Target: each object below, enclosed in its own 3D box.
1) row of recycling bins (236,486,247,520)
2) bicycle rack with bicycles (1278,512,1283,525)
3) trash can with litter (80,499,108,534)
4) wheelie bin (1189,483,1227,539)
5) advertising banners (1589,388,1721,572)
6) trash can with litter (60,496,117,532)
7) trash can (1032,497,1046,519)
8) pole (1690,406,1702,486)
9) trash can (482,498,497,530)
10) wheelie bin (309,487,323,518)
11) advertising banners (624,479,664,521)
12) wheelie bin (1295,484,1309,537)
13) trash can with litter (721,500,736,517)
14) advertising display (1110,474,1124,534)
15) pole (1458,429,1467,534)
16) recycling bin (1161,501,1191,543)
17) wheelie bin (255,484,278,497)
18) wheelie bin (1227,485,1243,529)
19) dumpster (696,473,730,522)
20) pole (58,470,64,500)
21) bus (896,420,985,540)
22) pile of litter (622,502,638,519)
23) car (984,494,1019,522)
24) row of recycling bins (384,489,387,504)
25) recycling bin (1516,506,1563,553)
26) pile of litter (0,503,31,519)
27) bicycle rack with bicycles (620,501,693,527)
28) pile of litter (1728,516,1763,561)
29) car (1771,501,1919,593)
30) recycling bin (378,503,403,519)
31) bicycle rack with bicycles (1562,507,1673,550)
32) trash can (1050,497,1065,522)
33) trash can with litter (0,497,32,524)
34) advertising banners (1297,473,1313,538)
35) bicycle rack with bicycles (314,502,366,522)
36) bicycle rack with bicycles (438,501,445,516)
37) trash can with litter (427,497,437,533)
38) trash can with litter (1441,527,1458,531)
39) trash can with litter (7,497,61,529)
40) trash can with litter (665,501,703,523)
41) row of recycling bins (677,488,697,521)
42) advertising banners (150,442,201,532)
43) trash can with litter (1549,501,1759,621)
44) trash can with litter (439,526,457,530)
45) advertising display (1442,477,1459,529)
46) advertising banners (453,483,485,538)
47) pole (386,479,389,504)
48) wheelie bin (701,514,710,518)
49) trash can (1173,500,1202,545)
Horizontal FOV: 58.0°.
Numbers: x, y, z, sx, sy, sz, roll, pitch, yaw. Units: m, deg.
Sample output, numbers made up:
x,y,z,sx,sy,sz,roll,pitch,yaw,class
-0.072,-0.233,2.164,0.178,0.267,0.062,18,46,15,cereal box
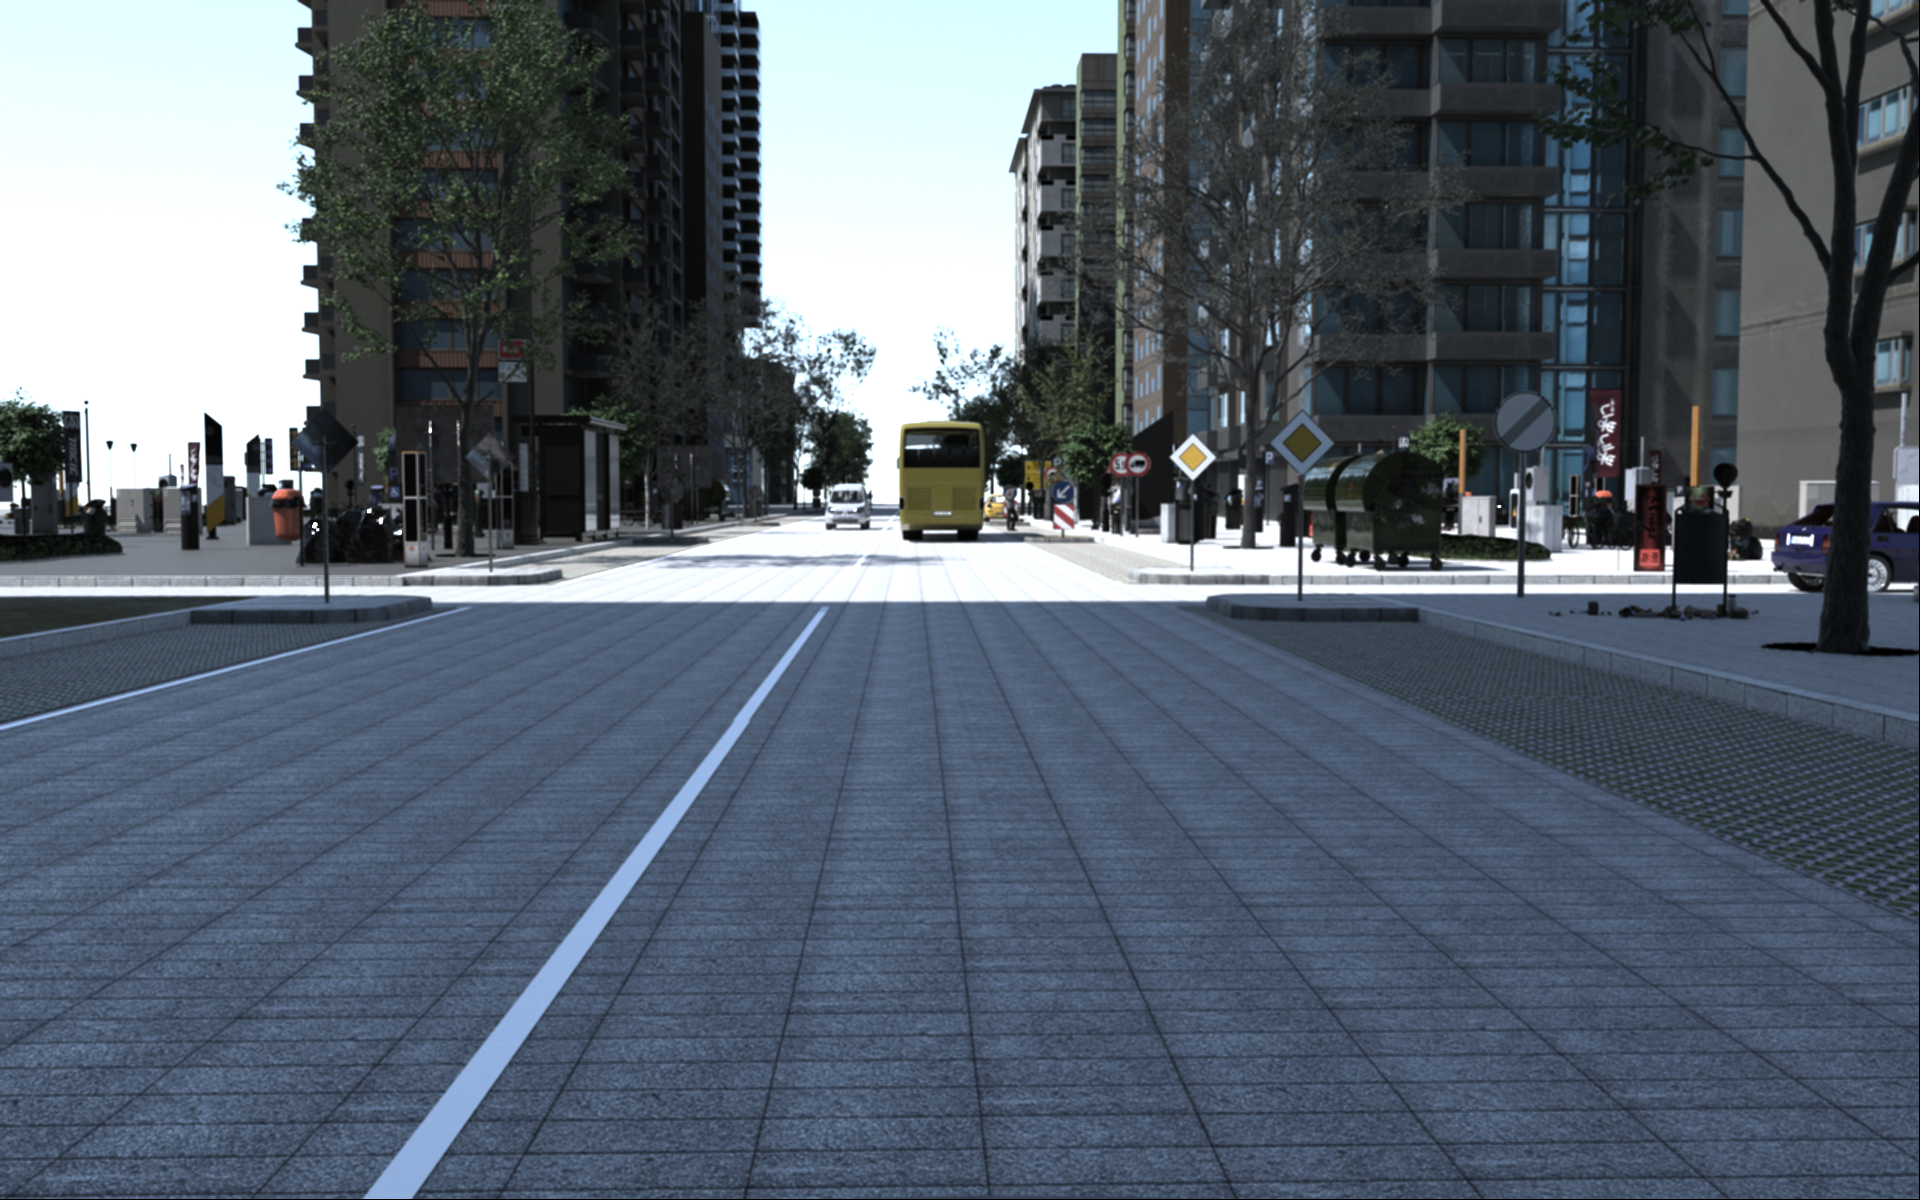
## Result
x,y,z,sx,sy,sz,roll,pitch,yaw,class
-36.103,-4.817,85.874,1.069,1.692,3.534,0,4,-4,row of recycling bins
13.028,-3.102,64.101,2.925,0.926,2.852,3,5,40,bicycle rack with bicycles
-21.128,-1.863,41.853,1.055,1.170,0.624,2,4,23,trash can with litter
7.047,-2.557,49.711,0.693,1.594,0.980,3,4,38,wheelie bin
11.442,-1.982,28.586,2.074,3.025,0.090,1,4,12,advertising banners
-29.313,-2.960,59.453,1.678,1.210,2.233,0,4,6,trash can with litter
4.019,-4.664,87.906,0.748,1.137,0.748,0,3,0,trash can
17.079,-2.837,40.236,0.158,3.312,0.155,0,3,0,pole
-17.042,-3.122,62.702,0.748,1.137,0.748,0,3,0,trash can
-30.419,-4.534,82.032,0.693,1.594,0.980,-3,5,-44,wheelie bin
-14.913,-5.228,81.671,2.074,3.025,0.090,-1,4,-21,advertising banners
10.318,-2.679,51.718,0.980,1.594,0.693,0,4,8,wheelie bin
-12.952,-5.167,95.871,1.055,1.170,0.624,-3,4,-36,trash can with litter
5.035,-3.074,55.475,0.123,1.923,0.974,-1,4,-14,advertising display
15.770,-3.702,54.370,0.158,3.312,0.155,0,3,0,pole
5.694,-2.014,45.478,0.722,1.027,0.722,0,4,-7,recycling bin
-21.413,-2.801,53.708,0.980,1.594,0.693,2,4,33,wheelie bin
9.954,-3.368,62.976,0.693,1.594,0.980,1,4,8,wheelie bin
-11.656,-4.828,81.435,1.502,2.255,1.985,0,4,-1,dumpster
-42.519,-5.388,81.935,0.158,3.312,0.155,0,3,0,pole
-0.694,-3.994,56.857,2.896,3.916,12.252,0,4,-2,bus
-16.900,-4.532,88.056,1.719,0.858,1.176,-1,4,-14,pile of litter
2.051,-4.796,88.639,2.015,1.641,3.980,0,4,-2,car
-31.776,-5.607,98.784,1.069,1.692,3.534,0,4,5,row of recycling bins
12.665,-1.547,37.856,0.722,1.027,0.722,-3,4,-38,recycling bin
-48.730,-4.607,89.295,1.719,0.858,1.176,0,4,-8,pile of litter
-12.501,-3.415,69.209,2.925,0.926,2.852,2,4,33,bicycle rack with bicycles
14.966,-1.213,33.796,1.719,0.858,1.176,-2,4,-26,pile of litter
13.963,-0.762,25.034,3.894,1.354,1.945,0,4,-3,car
-15.033,-2.058,46.206,0.722,1.027,0.722,0,4,4,recycling bin
15.368,-1.658,40.497,2.852,0.926,2.925,0,4,4,bicycle rack with bicycles
4.329,-3.954,76.293,0.748,1.137,0.748,0,3,0,trash can
-41.085,-3.940,75.485,2.233,1.210,1.678,-2,4,-34,trash can with litter
10.269,-3.303,50.194,0.090,3.025,2.074,-1,4,-21,advertising banners
-27.448,-3.918,77.443,2.925,0.926,2.852,-3,5,-43,bicycle rack with bicycles
-27.426,-4.637,89.189,2.852,0.926,2.925,2,4,33,bicycle rack with bicycles
-17.449,-2.796,57.103,0.624,1.170,1.055,-2,4,-28,trash can with litter
16.666,-3.031,60.618,1.678,1.210,2.233,-1,4,-18,trash can with litter
-33.818,-3.268,64.495,2.233,1.210,1.678,1,4,12,trash can with litter
-12.558,-4.033,76.994,2.233,1.210,1.678,1,4,17,trash can with litter
-13.370,-4.734,84.514,1.069,1.692,3.534,0,4,3,row of recycling bins
-26.278,-3.784,58.054,2.074,3.025,0.090,1,4,17,advertising banners
7.382,-0.442,18.293,2.233,1.210,1.678,1,4,13,trash can with litter
-18.973,-3.076,61.348,2.233,1.210,1.678,-1,4,-15,trash can with litter
18.137,-3.605,64.162,0.974,1.923,0.123,-2,4,-24,advertising display
-14.667,-3.383,51.494,0.090,3.025,2.074,-3,5,-42,advertising banners
-30.005,-5.935,90.883,0.158,3.312,0.155,0,3,0,pole
-13.545,-5.120,91.628,0.693,1.594,0.980,2,4,32,wheelie bin
5.802,-1.992,44.218,0.748,1.137,0.748,0,3,0,trash can
